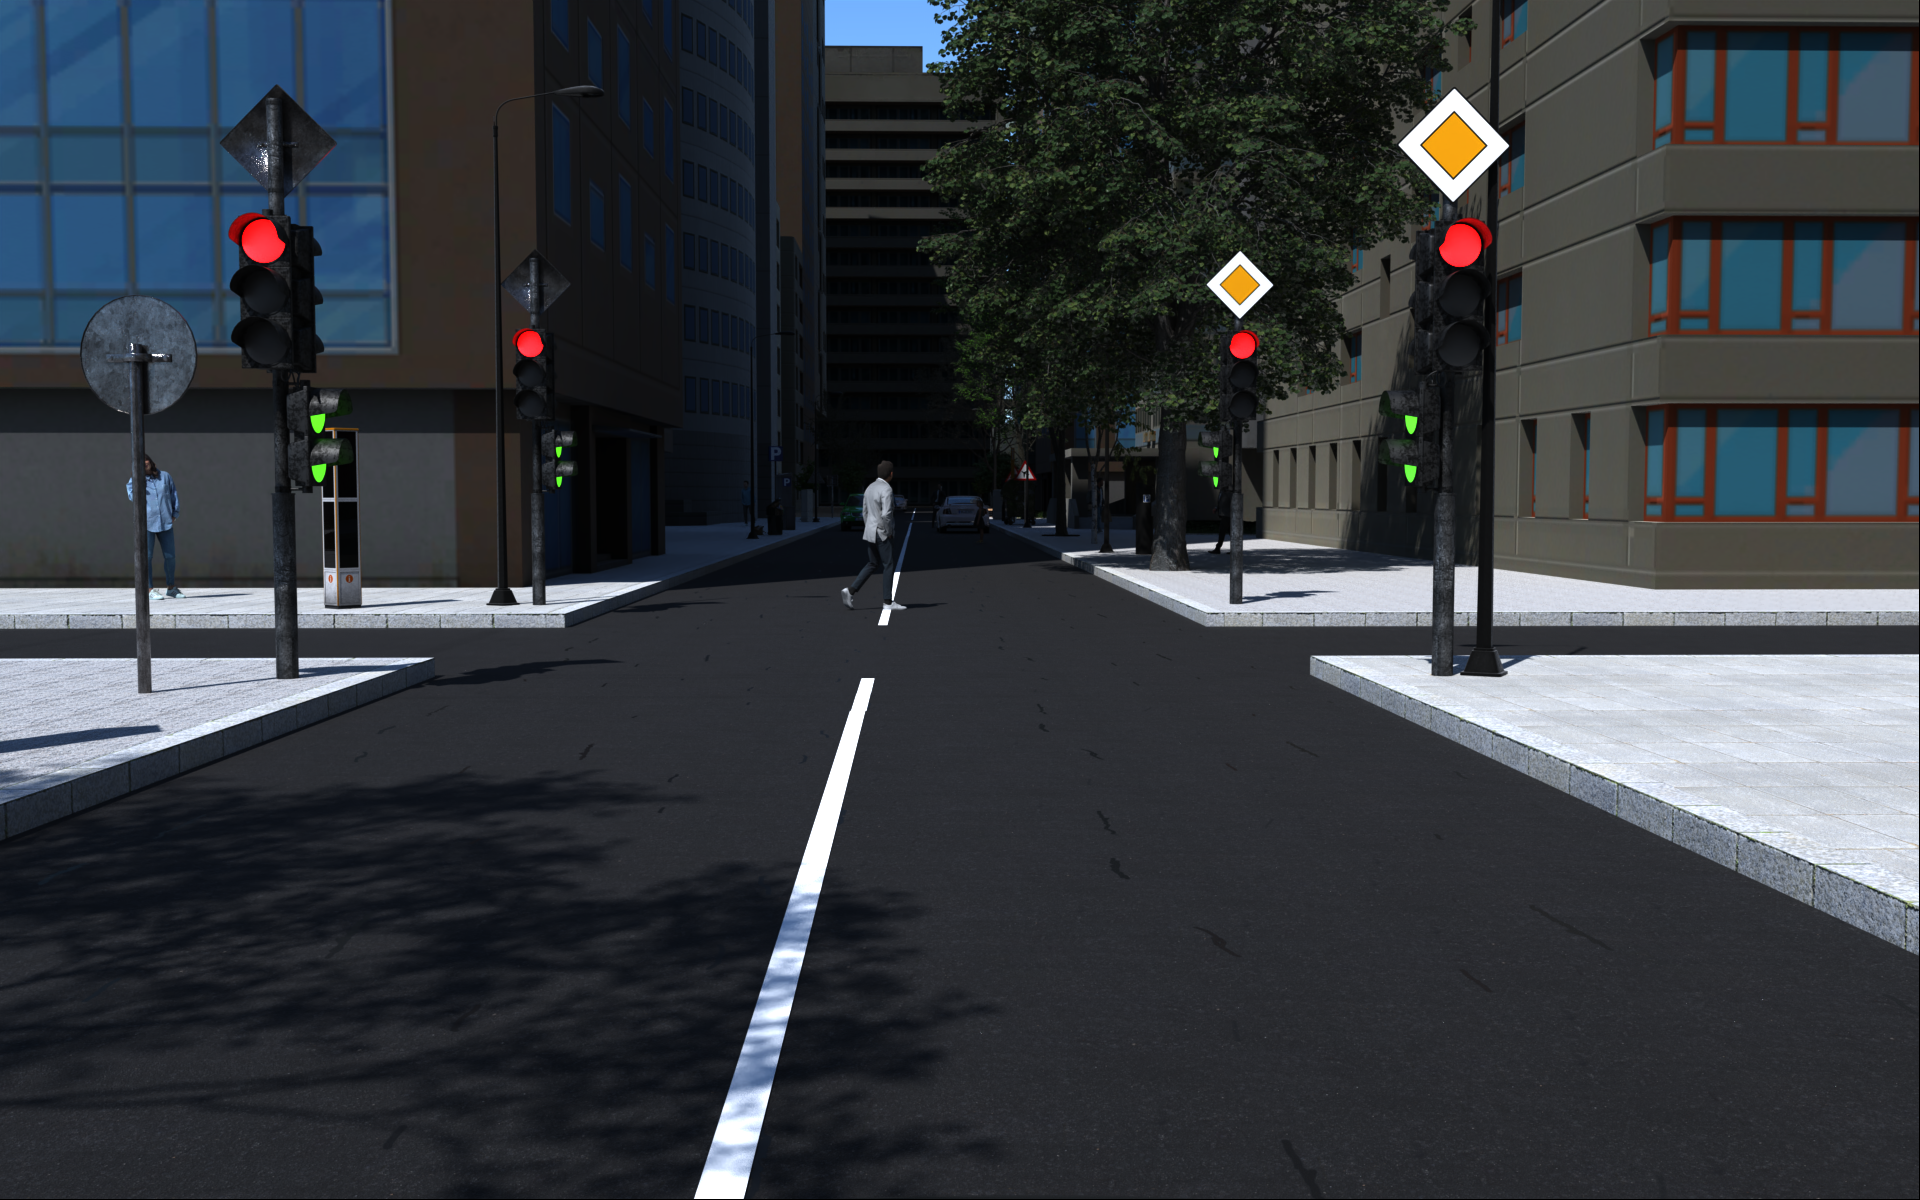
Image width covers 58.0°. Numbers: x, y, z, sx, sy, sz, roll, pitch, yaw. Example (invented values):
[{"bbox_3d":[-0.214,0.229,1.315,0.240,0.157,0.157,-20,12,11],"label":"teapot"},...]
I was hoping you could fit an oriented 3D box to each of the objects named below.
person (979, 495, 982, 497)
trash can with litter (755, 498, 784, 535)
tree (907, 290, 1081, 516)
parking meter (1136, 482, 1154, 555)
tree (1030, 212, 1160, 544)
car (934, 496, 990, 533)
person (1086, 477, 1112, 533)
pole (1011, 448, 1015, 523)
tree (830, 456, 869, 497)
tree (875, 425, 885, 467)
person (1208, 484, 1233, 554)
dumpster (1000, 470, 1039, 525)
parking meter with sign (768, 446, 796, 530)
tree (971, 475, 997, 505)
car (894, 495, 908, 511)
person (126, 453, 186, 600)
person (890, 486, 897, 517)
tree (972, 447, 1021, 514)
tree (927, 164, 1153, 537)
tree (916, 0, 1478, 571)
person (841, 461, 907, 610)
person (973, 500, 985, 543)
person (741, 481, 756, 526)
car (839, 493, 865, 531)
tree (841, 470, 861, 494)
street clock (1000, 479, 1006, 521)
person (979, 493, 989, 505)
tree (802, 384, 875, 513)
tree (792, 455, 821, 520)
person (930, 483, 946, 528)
[{"bbox_3d":[2.147,-10.151,172.024,0.705,1.823,1.348,-1,4,-18],"label":"person"},{"bbox_3d":[-6.019,-2.611,54.074,1.055,1.170,0.624,0,4,1],"label":"trash can with litter"},{"bbox_3d":[1.937,-11.728,102.124,12.009,13.543,11.850,0,3,0],"label":"tree"},{"bbox_3d":[3.911,-1.729,36.687,0.372,1.533,0.369,0,3,0],"label":"parking meter"},{"bbox_3d":[3.534,-5.745,44.287,4.737,8.622,4.395,0,3,0],"label":"tree"},{"bbox_3d":[0.092,-3.214,64.909,2.083,1.381,4.827,0,4,-3],"label":"car"},{"bbox_3d":[4.541,-3.077,56.343,0.794,1.824,0.713,-3,4,-38],"label":"person"},{"bbox_3d":[2.332,-5.068,76.712,0.158,3.312,0.155,0,3,0],"label":"pole"},{"bbox_3d":[-9.450,-10.034,147.762,4.285,4.588,4.351,0,3,0],"label":"tree"},{"bbox_3d":[-9.479,-13.436,170.040,4.360,8.622,3.978,0,3,0],"label":"tree"},{"bbox_3d":[5.586,-1.853,36.739,0.834,1.777,0.661,-1,4,-18],"label":"person"},{"bbox_3d":[2.474,-4.256,72.075,1.502,2.255,1.985,0,4,-1],"label":"dumpster"},{"bbox_3d":[-6.362,-4.040,62.321,0.543,3.016,1.738,-2,4,-25],"label":"parking meter with sign"},{"bbox_3d":[1.964,-8.147,127.799,1.663,3.219,1.824,0,3,0],"label":"tree"},{"bbox_3d":[-5.401,-8.123,145.165,2.083,1.381,4.827,0,4,0],"label":"car"},{"bbox_3d":[-9.777,-0.903,21.064,0.793,1.790,0.793,1,4,18],"label":"person"},{"bbox_3d":[-2.968,-3.908,72.737,0.601,1.785,0.444,3,4,37],"label":"person"},{"bbox_3d":[2.591,-7.985,114.270,4.285,4.588,4.351,0,3,0],"label":"tree"},{"bbox_3d":[2.912,-7.743,52.349,9.928,11.665,9.643,0,3,0],"label":"tree"},{"bbox_3d":[3.469,-7.472,28.829,9.857,13.997,8.962,0,3,0],"label":"tree"},{"bbox_3d":[-1.049,-0.793,21.317,0.795,1.843,0.661,-2,4,-27],"label":"person"},{"bbox_3d":[0.560,-2.310,50.937,0.373,1.253,0.362,1,4,9],"label":"person"},{"bbox_3d":[-8.437,-3.866,69.274,0.660,1.820,0.620,1,4,19],"label":"person"},{"bbox_3d":[-3.741,-3.649,68.457,1.959,1.807,4.718,0,3,0],"label":"car"},{"bbox_3d":[-8.631,-8.815,138.734,1.663,3.219,1.824,0,3,0],"label":"tree"},{"bbox_3d":[2.065,-4.718,81.717,0.358,2.002,0.471,0,4,0],"label":"street clock"},{"bbox_3d":[2.158,-9.353,159.788,1.217,1.723,0.721,-2,4,-27],"label":"person"},{"bbox_3d":[-8.333,-10.127,115.938,4.360,8.622,3.978,0,3,0],"label":"tree"},{"bbox_3d":[-7.545,-5.656,87.080,1.663,3.219,1.824,0,3,0],"label":"tree"},{"bbox_3d":[-0.922,-4.043,73.968,0.648,1.900,0.474,-1,4,-17],"label":"person"}]
